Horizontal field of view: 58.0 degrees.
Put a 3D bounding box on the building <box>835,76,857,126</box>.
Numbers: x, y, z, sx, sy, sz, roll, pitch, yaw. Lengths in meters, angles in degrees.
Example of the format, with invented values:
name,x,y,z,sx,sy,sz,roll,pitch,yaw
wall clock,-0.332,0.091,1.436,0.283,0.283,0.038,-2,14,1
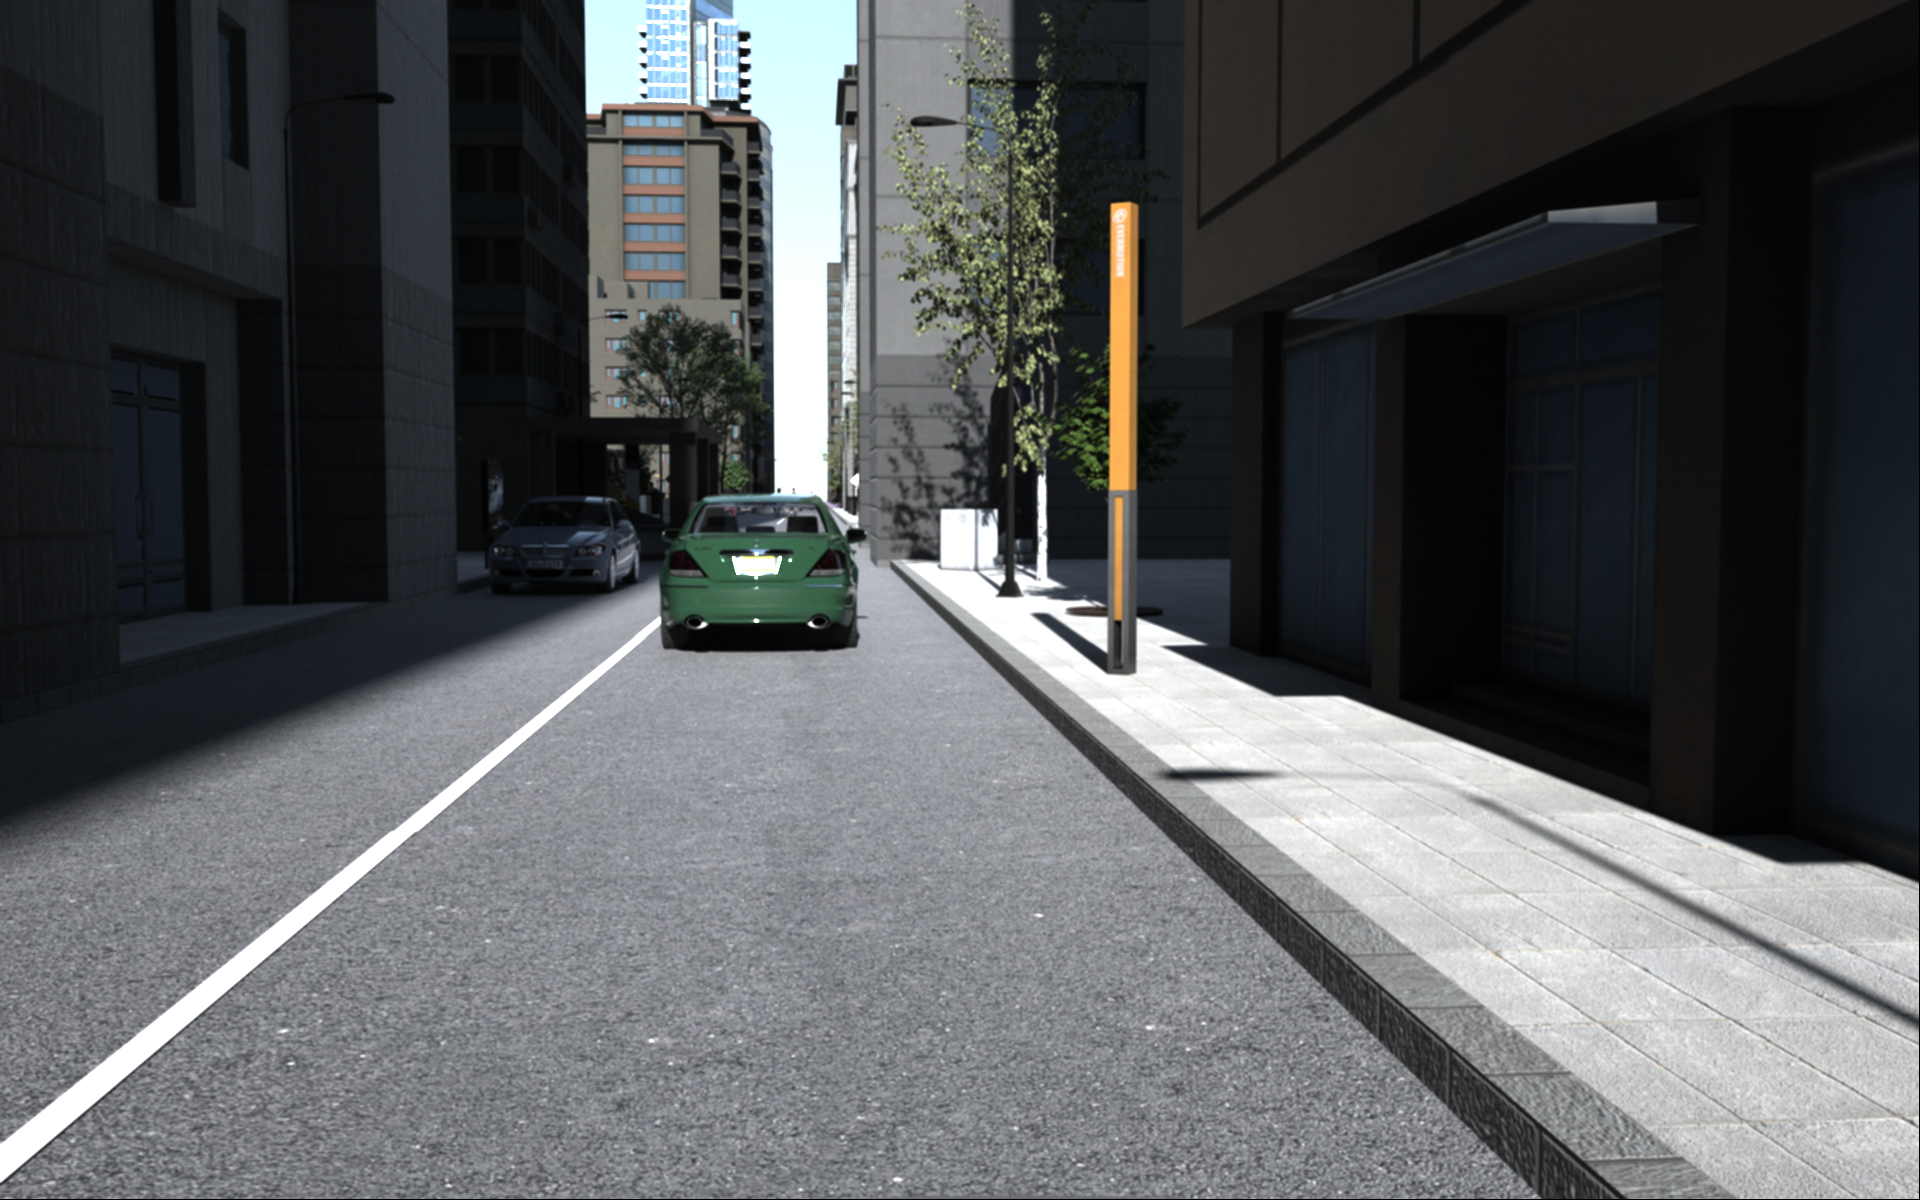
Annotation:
name,x,y,z,sx,sy,sz,roll,pitch,yaw
building,-0.949,-38.374,216.646,28.713,52.752,27.495,0,4,-5

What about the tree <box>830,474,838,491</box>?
name,x,y,z,sx,sy,sz,roll,pitch,yaw
tree,-16.872,-15.893,243.556,4.285,4.588,4.351,0,3,0

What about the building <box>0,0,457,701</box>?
name,x,y,z,sx,sy,sz,roll,pitch,yaw
building,-16.399,-28.499,7.954,21.231,58.520,28.212,0,4,-5

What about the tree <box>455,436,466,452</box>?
name,x,y,z,sx,sy,sz,roll,pitch,yaw
tree,-8.820,-2.009,27.450,1.663,3.219,1.824,0,3,0

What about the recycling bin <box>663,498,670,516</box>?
name,x,y,z,sx,sy,sz,roll,pitch,yaw
recycling bin,-17.478,-5.591,103.967,0.722,1.027,0.722,0,4,3

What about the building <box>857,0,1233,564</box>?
name,x,y,z,sx,sy,sz,roll,pitch,yaw
building,7.668,-30.865,46.642,21.231,58.520,28.212,0,4,-5

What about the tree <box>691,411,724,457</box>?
name,x,y,z,sx,sy,sz,roll,pitch,yaw
tree,-22.407,-12.275,151.060,4.737,8.622,4.395,0,3,0

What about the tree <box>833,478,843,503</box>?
name,x,y,z,sx,sy,sz,roll,pitch,yaw
tree,-17.157,-15.518,248.313,1.663,3.219,1.824,0,3,0

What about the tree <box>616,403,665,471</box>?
name,x,y,z,sx,sy,sz,roll,pitch,yaw
tree,-24.762,-11.322,135.478,4.360,8.622,3.978,0,3,0

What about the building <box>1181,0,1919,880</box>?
name,x,y,z,sx,sy,sz,roll,pitch,yaw
building,9.373,-21.838,7.169,14.600,45.320,14.200,0,4,-5

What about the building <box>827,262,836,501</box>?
name,x,y,z,sx,sy,sz,roll,pitch,yaw
building,-16.449,-38.074,306.103,14.154,41.232,14.086,0,4,-5

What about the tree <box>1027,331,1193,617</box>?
name,x,y,z,sx,sy,sz,roll,pitch,yaw
tree,1.690,-1.451,18.324,1.663,3.219,1.824,0,3,0

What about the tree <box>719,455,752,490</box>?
name,x,y,z,sx,sy,sz,roll,pitch,yaw
tree,-19.044,-9.851,144.772,4.285,4.588,4.351,0,3,0

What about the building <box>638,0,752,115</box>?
name,x,y,z,sx,sy,sz,roll,pitch,yaw
building,-42.730,-59.962,293.054,22.319,86.520,31.000,0,4,-5

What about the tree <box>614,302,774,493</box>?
name,x,y,z,sx,sy,sz,roll,pitch,yaw
tree,-15.172,-10.368,95.277,9.928,11.665,9.643,0,3,0

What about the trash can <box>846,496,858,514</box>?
name,x,y,z,sx,sy,sz,roll,pitch,yaw
trash can,-7.037,-6.197,112.966,0.748,1.137,0.748,0,3,0

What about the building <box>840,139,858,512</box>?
name,x,y,z,sx,sy,sz,roll,pitch,yaw
building,-3.819,-22.121,139.177,11.434,29.767,29.804,0,4,-5

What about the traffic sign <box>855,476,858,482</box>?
name,x,y,z,sx,sy,sz,roll,pitch,yaw
traffic sign,-3.932,-4.128,71.131,0.795,2.450,0.064,0,4,-5

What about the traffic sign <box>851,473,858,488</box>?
name,x,y,z,sx,sy,sz,roll,pitch,yaw
traffic sign,-4.604,-4.614,79.088,0.795,2.450,0.064,0,4,-5

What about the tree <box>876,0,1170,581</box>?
name,x,y,z,sx,sy,sz,roll,pitch,yaw
tree,0.972,-4.583,25.297,4.737,8.622,4.395,0,3,0

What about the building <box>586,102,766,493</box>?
name,x,y,z,sx,sy,sz,roll,pitch,yaw
building,-33.457,-33.132,196.328,22.147,44.769,28.867,0,4,-5

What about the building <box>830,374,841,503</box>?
name,x,y,z,sx,sy,sz,roll,pitch,yaw
building,-5.871,-25.672,264.780,27.650,21.520,28.899,0,4,-5

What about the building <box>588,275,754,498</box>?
name,x,y,z,sx,sy,sz,roll,pitch,yaw
building,-34.401,-19.706,167.235,27.650,21.520,28.899,0,4,-5

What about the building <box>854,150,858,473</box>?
name,x,y,z,sx,sy,sz,roll,pitch,yaw
building,0.549,-19.519,112.650,14.314,27.812,24.014,0,4,-5

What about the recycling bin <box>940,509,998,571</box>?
name,x,y,z,sx,sy,sz,roll,pitch,yaw
recycling bin,0.154,-1.020,29.232,0.722,1.027,0.722,3,5,41

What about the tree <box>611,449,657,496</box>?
name,x,y,z,sx,sy,sz,roll,pitch,yaw
tree,-12.256,-4.361,65.907,1.663,3.219,1.824,0,3,0

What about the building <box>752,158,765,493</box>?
name,x,y,z,sx,sy,sz,roll,pitch,yaw
building,-32.352,-34.745,218.192,14.600,45.320,14.200,0,4,-5

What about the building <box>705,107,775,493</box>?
name,x,y,z,sx,sy,sz,roll,pitch,yaw
building,-39.207,-44.135,263.599,21.231,58.520,28.212,0,4,-5

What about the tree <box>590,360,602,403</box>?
name,x,y,z,sx,sy,sz,roll,pitch,yaw
tree,-18.810,-7.953,80.396,4.360,8.622,3.978,0,3,0

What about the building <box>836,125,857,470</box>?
name,x,y,z,sx,sy,sz,roll,pitch,yaw
building,-6.467,-31.322,195.709,14.154,41.232,14.086,0,4,-5

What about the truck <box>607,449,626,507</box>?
name,x,y,z,sx,sy,sz,roll,pitch,yaw
truck,-18.085,-4.760,73.750,9.791,3.379,3.469,0,4,-3

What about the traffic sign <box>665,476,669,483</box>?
name,x,y,z,sx,sy,sz,roll,pitch,yaw
traffic sign,-11.601,-4.090,70.507,0.795,2.450,0.064,0,4,-5

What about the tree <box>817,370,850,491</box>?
name,x,y,z,sx,sy,sz,roll,pitch,yaw
tree,-4.848,-8.910,96.047,4.737,8.622,4.395,0,3,0
